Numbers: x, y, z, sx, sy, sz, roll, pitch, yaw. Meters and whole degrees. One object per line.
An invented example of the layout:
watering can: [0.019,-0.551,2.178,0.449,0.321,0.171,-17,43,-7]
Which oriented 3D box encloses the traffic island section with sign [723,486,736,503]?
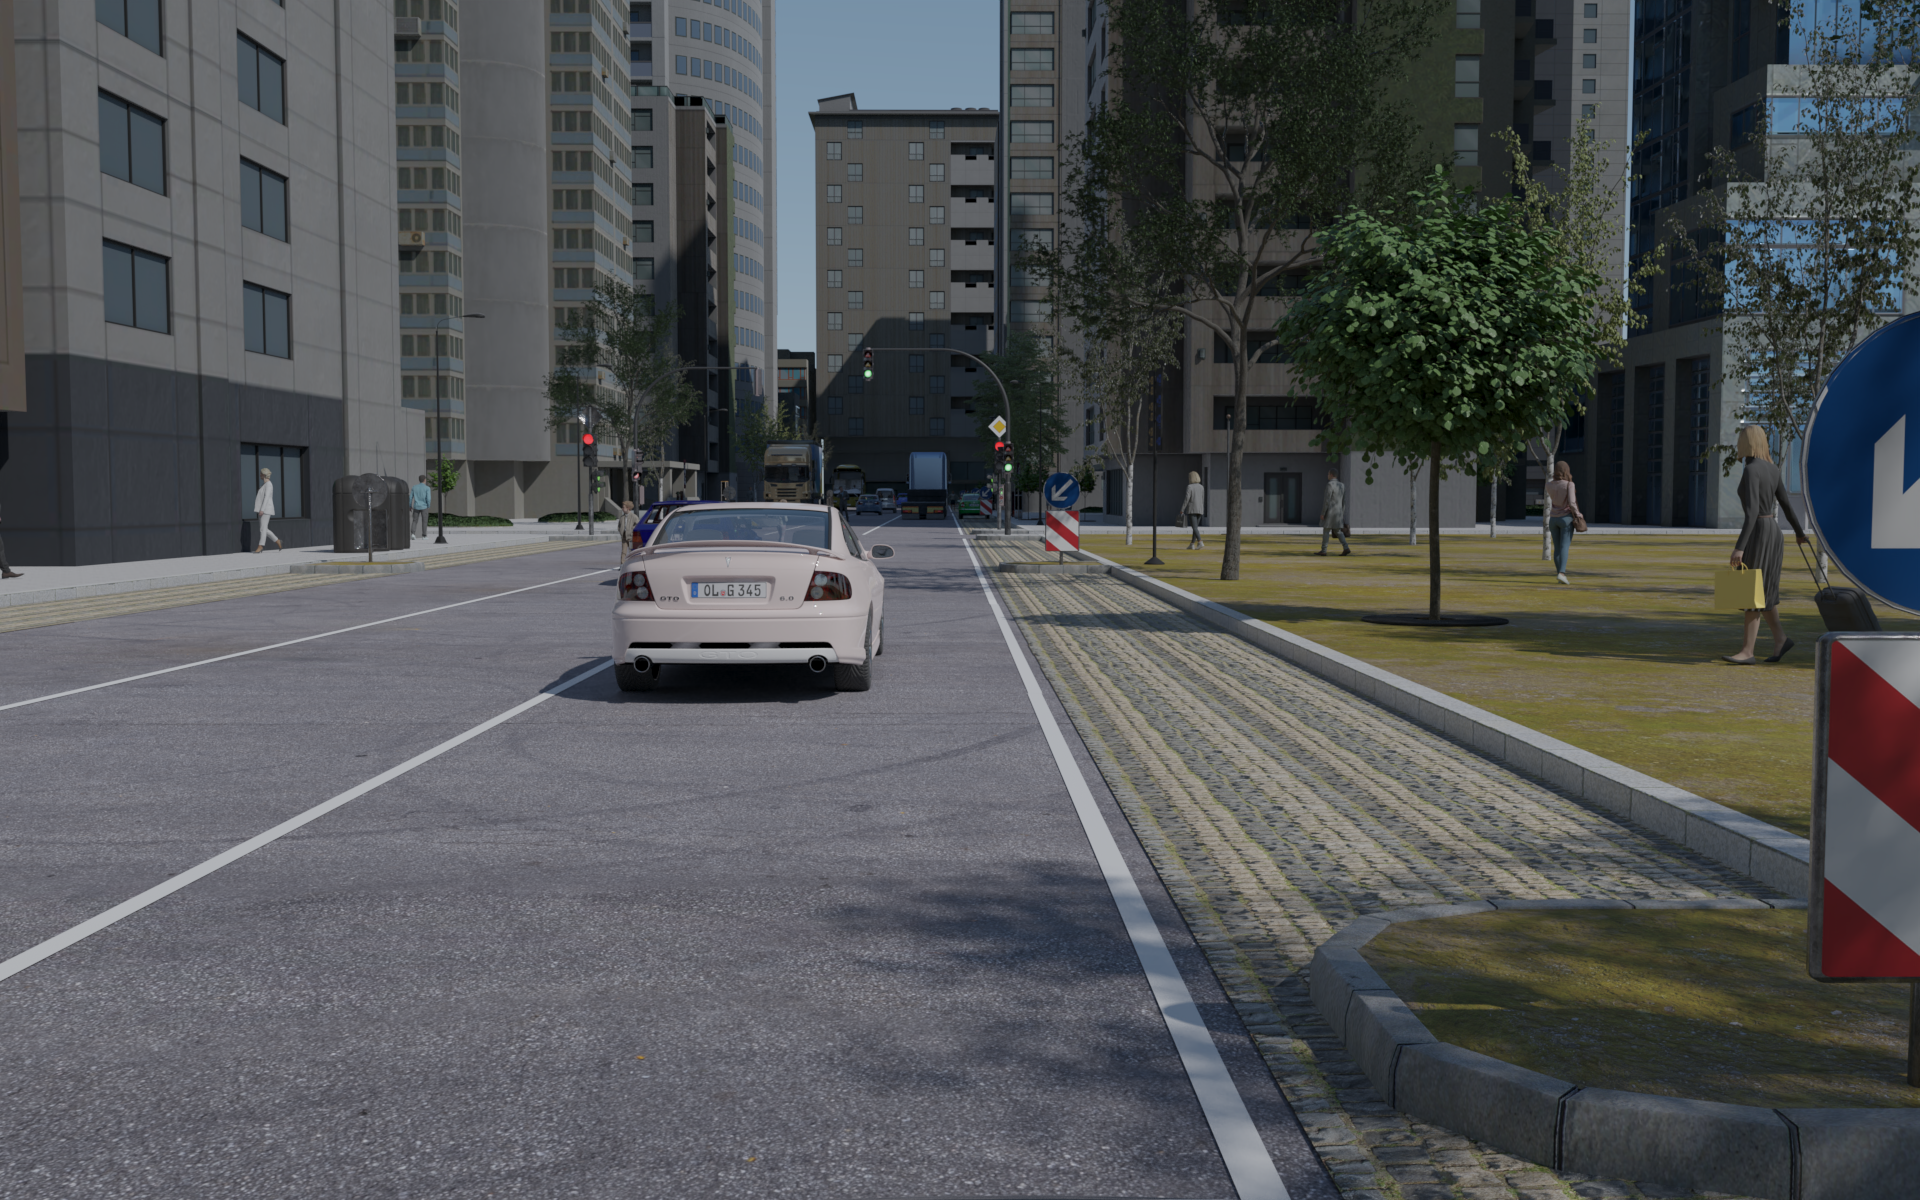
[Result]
traffic island section with sign: [-11.520,-4.775,86.698,1.989,1.847,2.006,0,4,-1]

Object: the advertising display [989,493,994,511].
advertising display: [2.471,-7.966,135.458,0.123,1.923,0.974,-1,4,-19]

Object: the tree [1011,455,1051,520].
tree: [3.318,-5.539,85.172,1.663,3.219,1.824,0,3,0]

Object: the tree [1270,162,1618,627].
tree: [4.781,-2.058,17.370,4.285,4.588,4.351,0,3,0]

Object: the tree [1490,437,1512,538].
tree: [15.959,-6.144,50.811,4.360,8.622,3.978,0,3,0]

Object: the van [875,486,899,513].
van: [-5.618,-7.566,130.720,2.013,2.044,4.112,0,4,-1]

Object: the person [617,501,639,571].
person: [-6.220,-1.210,32.553,0.475,1.303,0.640,0,4,6]

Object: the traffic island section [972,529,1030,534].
traffic island section: [1.429,-2.442,62.212,2.009,0.180,2.903,0,4,-1]

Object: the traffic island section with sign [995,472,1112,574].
traffic island section with sign: [1.718,-1.424,31.917,1.989,1.847,2.006,0,4,-1]

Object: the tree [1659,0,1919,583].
tree: [12.443,-4.563,24.960,4.360,8.622,3.978,0,3,0]

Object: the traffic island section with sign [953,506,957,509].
traffic island section with sign: [0.447,-9.518,164.250,1.989,1.847,2.006,0,4,-1]

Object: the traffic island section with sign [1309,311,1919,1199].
traffic island section with sign: [1.986,0.257,4.427,1.989,1.847,2.006,0,4,-1]

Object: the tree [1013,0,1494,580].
tree: [4.370,-5.573,25.531,7.601,10.594,8.767,0,4,-4]

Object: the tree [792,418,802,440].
tree: [-14.321,-11.201,133.500,4.737,8.622,4.395,0,3,0]

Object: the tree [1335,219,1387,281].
tree: [11.233,-5.679,43.218,4.737,8.622,4.395,0,3,0]

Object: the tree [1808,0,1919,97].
tree: [24.671,-11.139,38.005,12.611,20.169,13.585,0,3,0]

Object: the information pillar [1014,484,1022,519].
information pillar: [3.043,-5.238,90.129,0.304,2.012,0.304,-3,5,-42]

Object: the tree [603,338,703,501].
tree: [-14.236,-7.984,80.907,4.360,8.622,3.978,0,3,0]

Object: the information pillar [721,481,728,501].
information pillar: [-13.499,-5.802,99.347,0.304,2.012,0.304,1,4,19]

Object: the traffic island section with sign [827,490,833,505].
traffic island section with sign: [-12.261,-9.515,164.201,1.989,1.847,2.006,0,4,-1]

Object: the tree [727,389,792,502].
tree: [-14.293,-10.447,121.169,4.737,8.622,4.395,0,3,0]

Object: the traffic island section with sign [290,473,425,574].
traffic island section with sign: [-10.994,-1.421,31.866,1.989,1.847,2.006,0,4,-1]

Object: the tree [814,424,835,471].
tree: [-14.699,-13.489,170.914,4.360,8.622,3.978,0,3,0]

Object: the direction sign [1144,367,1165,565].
direction sign: [3.544,-2.414,31.468,0.379,3.537,0.876,-1,4,-9]

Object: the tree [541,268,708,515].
tree: [-14.291,-8.448,72.537,8.767,10.594,7.601,3,4,36]

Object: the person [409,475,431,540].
person: [-15.174,-2.601,48.589,0.660,1.820,0.620,0,4,1]

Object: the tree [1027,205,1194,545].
tree: [4.131,-5.710,43.724,4.360,8.622,3.978,0,3,0]

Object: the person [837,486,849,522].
person: [-6.069,-5.015,90.307,0.655,1.846,0.447,0,4,7]

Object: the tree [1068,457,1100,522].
tree: [5.852,-5.274,80.839,1.663,3.219,1.824,0,3,0]

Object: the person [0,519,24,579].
person: [-14.466,-1.188,25.865,0.834,1.777,0.661,-2,4,-29]

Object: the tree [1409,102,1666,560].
tree: [11.470,-5.090,33.587,4.737,8.622,4.395,0,3,0]

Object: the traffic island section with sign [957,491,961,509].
traffic island section with sign: [0.942,-6.456,114.189,1.989,1.847,2.006,0,4,-1]

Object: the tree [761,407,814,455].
tree: [-14.617,-11.825,143.707,4.360,8.622,3.978,0,3,0]

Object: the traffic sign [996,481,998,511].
traffic sign: [2.799,-8.005,133.014,0.606,2.300,0.079,0,4,1]

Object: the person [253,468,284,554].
person: [-15.015,-1.937,37.592,0.514,1.842,0.818,3,4,37]

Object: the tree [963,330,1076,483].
tree: [4.096,-12.321,119.582,7.486,12.596,7.792,0,3,0]

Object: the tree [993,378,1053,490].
tree: [3.857,-9.776,110.208,4.737,8.622,4.395,0,3,0]

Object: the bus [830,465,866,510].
bus: [-9.476,-9.598,148.472,2.896,3.916,12.252,0,4,-2]

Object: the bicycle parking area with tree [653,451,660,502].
bicycle parking area with tree: [-21.501,-7.725,113.312,9.016,4.147,8.231,3,5,43]

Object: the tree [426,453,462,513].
tree: [-24.434,-5.330,81.752,1.663,3.219,1.824,0,3,0]

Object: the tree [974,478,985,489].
tree: [2.353,-13.065,208.206,1.663,3.219,1.824,0,3,0]

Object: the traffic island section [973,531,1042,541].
traffic island section: [1.506,-1.954,54.227,2.009,0.180,2.903,0,4,-1]

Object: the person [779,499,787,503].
person: [-4.415,-1.845,42.939,0.425,1.301,0.394,2,4,26]

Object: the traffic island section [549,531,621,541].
traffic island section: [-11.535,-1.947,54.107,2.009,0.180,2.903,0,4,-1]

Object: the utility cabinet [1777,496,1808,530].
utility cabinet: [29.735,-3.102,61.878,0.306,1.237,1.020,-3,5,-44]

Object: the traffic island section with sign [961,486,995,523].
traffic island section with sign: [1.184,-4.808,87.234,1.989,1.847,2.006,0,4,-1]

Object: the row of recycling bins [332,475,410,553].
row of recycling bins: [-13.247,-1.962,39.190,1.069,1.692,3.534,0,4,-1]
